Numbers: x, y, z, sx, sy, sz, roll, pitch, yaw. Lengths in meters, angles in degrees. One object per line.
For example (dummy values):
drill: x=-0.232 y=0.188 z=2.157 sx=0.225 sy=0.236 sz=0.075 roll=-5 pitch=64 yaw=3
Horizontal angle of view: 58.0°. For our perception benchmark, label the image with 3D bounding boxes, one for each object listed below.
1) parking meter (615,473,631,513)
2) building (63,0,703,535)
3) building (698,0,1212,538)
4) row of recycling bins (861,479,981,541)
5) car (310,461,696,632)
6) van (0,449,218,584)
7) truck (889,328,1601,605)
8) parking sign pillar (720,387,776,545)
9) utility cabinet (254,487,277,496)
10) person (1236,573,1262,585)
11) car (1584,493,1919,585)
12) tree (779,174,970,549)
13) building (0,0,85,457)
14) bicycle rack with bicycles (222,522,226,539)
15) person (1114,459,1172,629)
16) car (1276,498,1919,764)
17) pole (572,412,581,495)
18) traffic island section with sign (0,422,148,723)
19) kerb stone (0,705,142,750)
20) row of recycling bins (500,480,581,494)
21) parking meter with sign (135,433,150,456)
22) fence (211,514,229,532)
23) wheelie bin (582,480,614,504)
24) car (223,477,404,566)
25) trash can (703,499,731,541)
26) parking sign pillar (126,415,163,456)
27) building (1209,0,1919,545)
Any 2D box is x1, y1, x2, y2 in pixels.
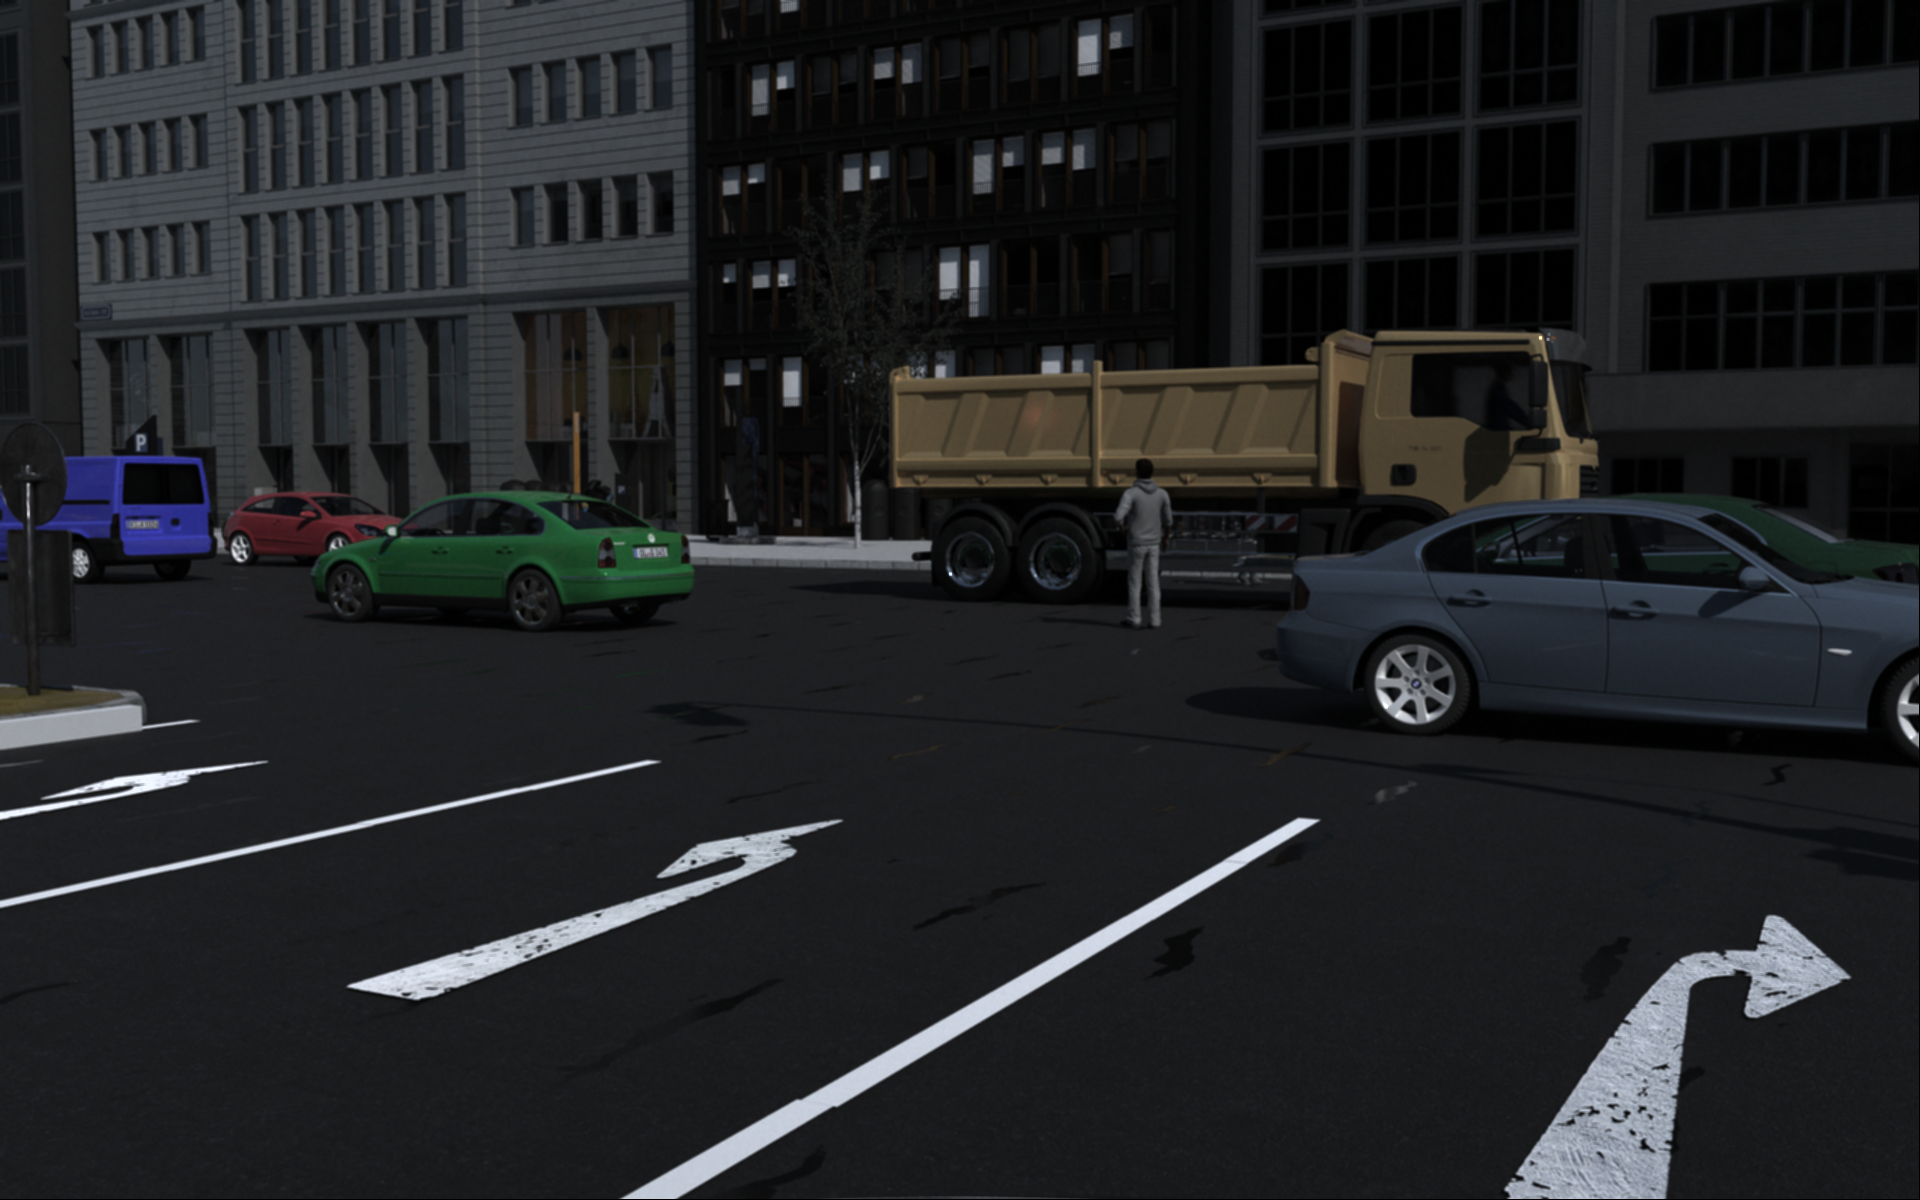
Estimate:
parking meter: x=-9.259 y=-2.564 z=47.630 sx=0.399 sy=1.863 sz=0.255 roll=0 pitch=4 yaw=3
building: x=-18.723 y=-17.580 z=64.923 sx=29.804 sy=29.767 sz=11.434 roll=2 pitch=4 yaw=28
building: x=1.896 y=-13.758 z=54.616 sx=15.834 sy=23.373 sz=12.332 roll=2 pitch=4 yaw=28
row of recycling bins: x=-0.999 y=-2.502 z=48.018 sx=3.534 sy=1.692 sz=1.069 roll=0 pitch=4 yaw=1
car: x=-5.195 y=-0.643 z=19.311 sx=4.718 sy=1.807 sz=1.959 roll=2 pitch=4 yaw=29
van: x=-15.004 y=-1.503 z=28.960 sx=5.245 sy=2.365 sz=2.240 roll=2 pitch=4 yaw=27
truck: x=3.885 y=-1.610 z=22.243 sx=9.791 sy=3.379 sz=3.469 roll=2 pitch=4 yaw=28
parking sign pillar: x=-5.431 y=-3.413 z=44.267 sx=1.447 sy=3.967 sz=1.447 roll=0 pitch=4 yaw=0
utility cabinet: x=-23.325 y=-3.028 z=58.182 sx=0.318 sy=1.500 sz=1.173 roll=0 pitch=4 yaw=0
person: x=4.588 y=-1.135 z=27.037 sx=0.794 sy=1.824 sz=0.713 roll=-3 pitch=4 yaw=-36
car: x=5.208 y=-0.137 z=14.038 sx=4.920 sy=1.459 sz=2.131 roll=2 pitch=4 yaw=29
tree: x=-2.205 y=-5.501 z=40.301 sx=4.360 sy=8.622 sz=3.978 roll=0 pitch=3 yaw=0
building: x=-42.114 y=-17.418 z=78.295 sx=24.014 sy=27.812 sz=14.314 roll=2 pitch=4 yaw=28
bicycle rack with bicycles: x=-17.108 y=-1.902 z=44.473 sx=2.925 sy=0.926 sz=2.852 roll=2 pitch=4 yaw=35
person: x=1.957 y=-0.599 z=18.438 sx=0.875 sy=1.805 sz=0.789 roll=-1 pitch=4 yaw=-19
car: x=4.195 y=0.099 z=10.391 sx=4.499 sy=1.417 sz=2.014 roll=2 pitch=4 yaw=28
pole: x=-9.544 y=-3.013 z=43.112 sx=0.158 sy=3.312 sz=0.155 roll=0 pitch=3 yaw=0
traffic island section with sign: x=-6.175 y=-0.145 z=10.513 sx=2.006 sy=1.907 sz=1.989 roll=2 pitch=4 yaw=28
kerb stone: x=-5.241 y=0.742 z=10.078 sx=0.120 sy=0.150 sz=1.000 roll=2 pitch=4 yaw=28
row of recycling bins: x=-12.382 y=-2.710 z=51.424 sx=1.069 sy=1.692 sz=3.534 roll=1 pitch=4 yaw=20
parking meter with sign: x=-22.996 y=-3.307 z=50.325 sx=0.543 sy=3.016 sz=1.738 roll=2 pitch=4 yaw=27
fence: x=-21.610 y=-2.254 z=52.227 sx=2.069 sy=0.683 sz=0.278 roll=-3 pitch=5 yaw=-43
wheelie bin: x=-8.298 y=-1.935 z=39.550 sx=0.693 sy=1.594 sz=0.980 roll=1 pitch=4 yaw=8
car: x=-12.687 y=-1.566 z=34.651 sx=4.494 sy=1.783 sz=2.155 roll=2 pitch=4 yaw=28
trash can: x=-6.641 y=-2.183 z=47.350 sx=0.748 sy=1.137 sz=0.748 roll=0 pitch=3 yaw=0
parking sign pillar: x=-27.961 y=-4.341 z=59.445 sx=1.447 sy=3.967 sz=1.447 roll=1 pitch=4 yaw=22
building: x=22.489 y=-13.784 z=44.433 sx=30.058 sy=24.678 sz=14.314 roll=2 pitch=4 yaw=28
